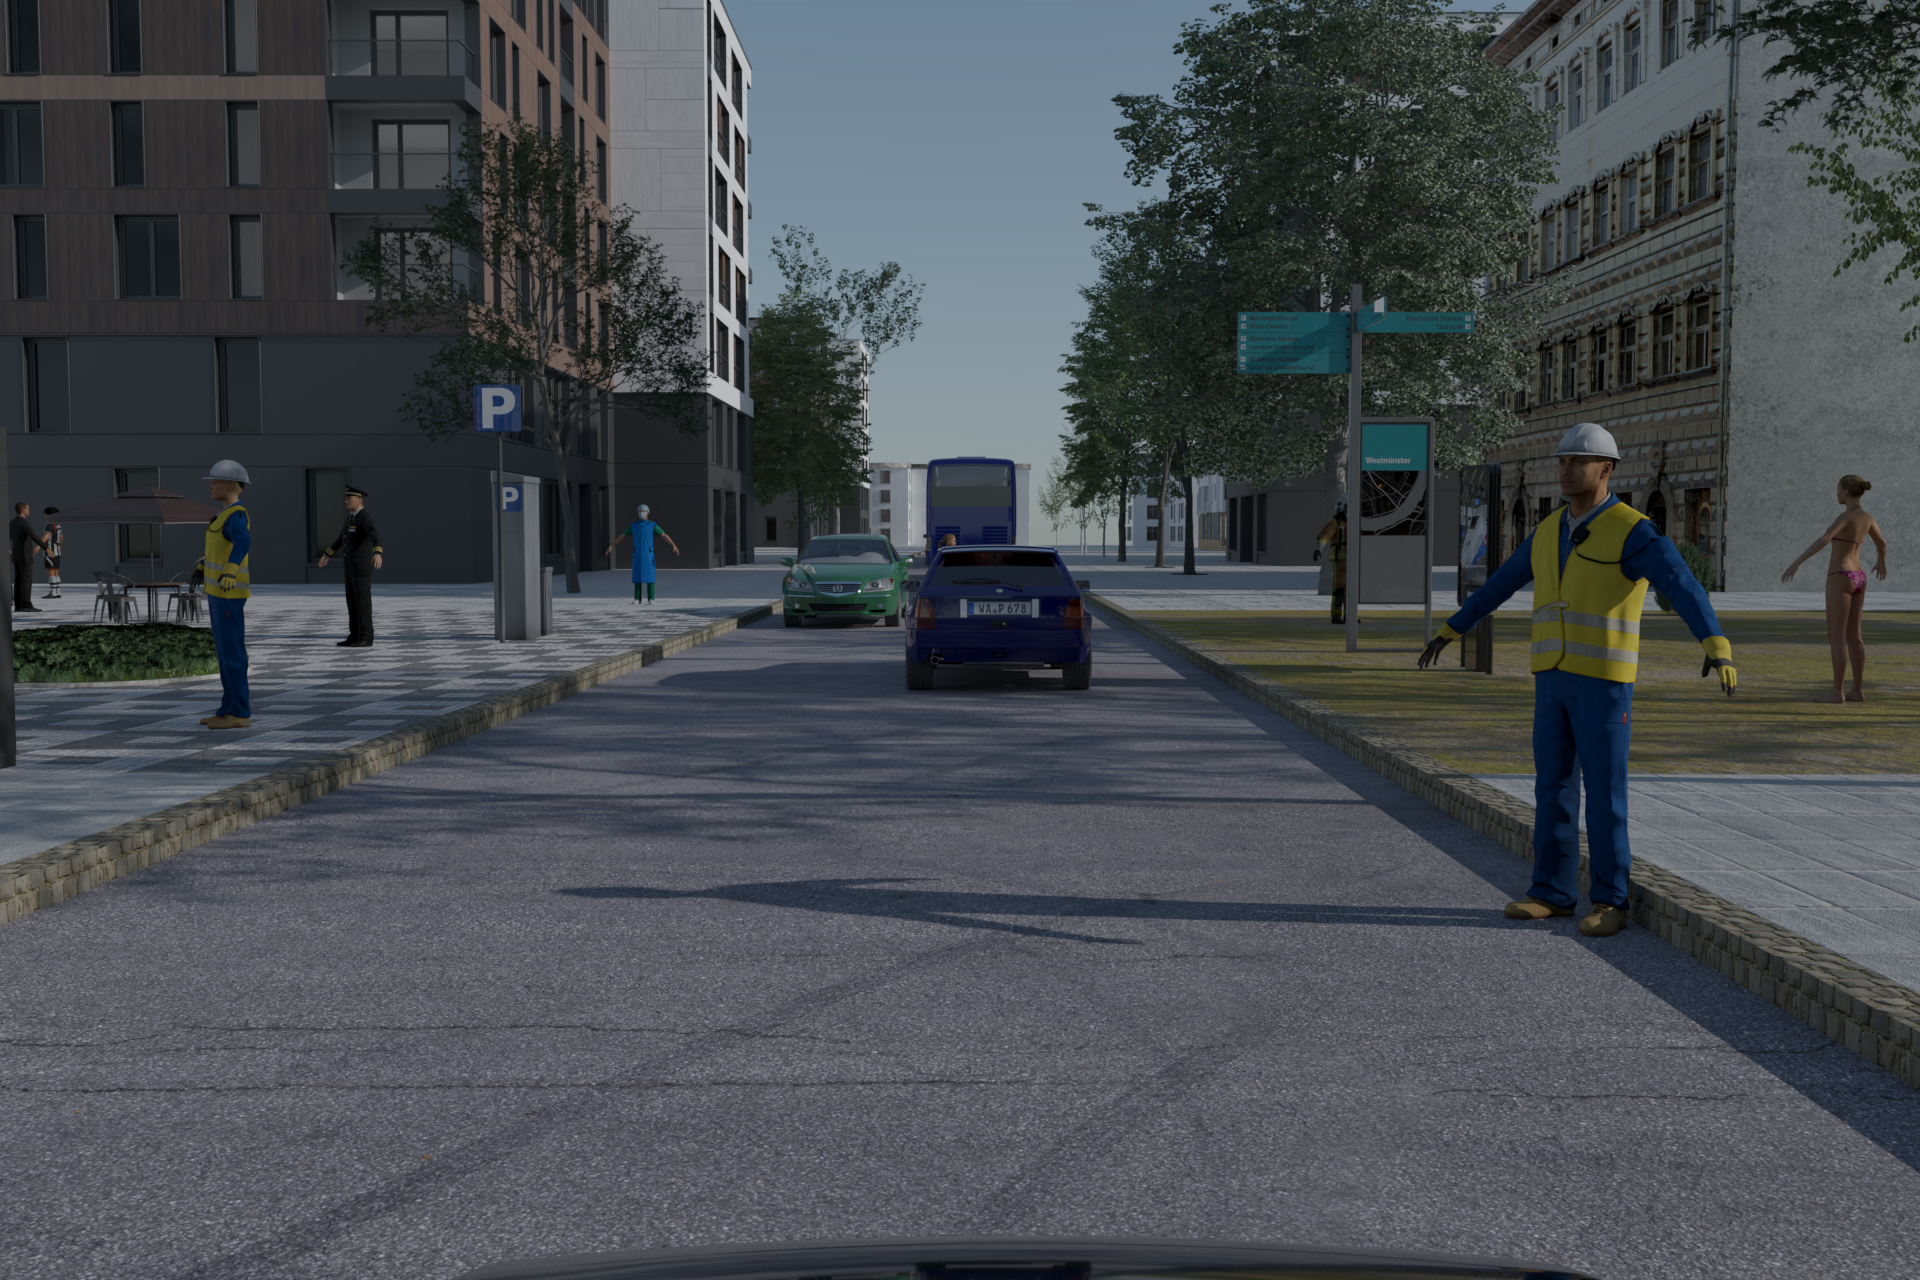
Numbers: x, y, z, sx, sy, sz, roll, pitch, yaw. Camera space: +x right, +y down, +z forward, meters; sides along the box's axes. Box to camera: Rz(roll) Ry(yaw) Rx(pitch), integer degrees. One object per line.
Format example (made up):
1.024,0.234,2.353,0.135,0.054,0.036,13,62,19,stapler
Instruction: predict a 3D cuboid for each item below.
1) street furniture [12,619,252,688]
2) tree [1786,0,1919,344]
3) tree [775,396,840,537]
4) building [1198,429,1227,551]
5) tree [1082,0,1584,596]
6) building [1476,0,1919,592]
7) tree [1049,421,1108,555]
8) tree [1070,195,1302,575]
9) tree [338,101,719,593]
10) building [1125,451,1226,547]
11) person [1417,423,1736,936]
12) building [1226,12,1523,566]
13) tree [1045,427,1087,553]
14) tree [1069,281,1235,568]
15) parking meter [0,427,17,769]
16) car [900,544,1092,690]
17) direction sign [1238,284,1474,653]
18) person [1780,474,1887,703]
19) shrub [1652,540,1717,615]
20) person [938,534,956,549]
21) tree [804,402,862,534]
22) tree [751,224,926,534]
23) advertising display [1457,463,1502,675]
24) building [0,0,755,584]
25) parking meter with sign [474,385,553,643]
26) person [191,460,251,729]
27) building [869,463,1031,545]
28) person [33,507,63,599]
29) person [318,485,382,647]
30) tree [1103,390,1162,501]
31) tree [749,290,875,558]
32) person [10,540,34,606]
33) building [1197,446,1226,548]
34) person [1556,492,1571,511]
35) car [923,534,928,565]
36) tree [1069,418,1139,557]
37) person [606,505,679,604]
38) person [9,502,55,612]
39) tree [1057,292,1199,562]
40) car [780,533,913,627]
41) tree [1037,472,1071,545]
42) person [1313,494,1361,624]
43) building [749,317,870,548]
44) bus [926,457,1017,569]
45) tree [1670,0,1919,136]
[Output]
-11.249,0.113,13.774,10.072,0.657,5.734,-1,4,-12,street furniture
12.107,-4.282,20.375,4.737,8.622,4.395,0,3,0,tree
-7.814,-8.682,92.312,4.737,8.622,4.395,0,3,0,tree
24.426,-17.282,138.983,16.016,20.090,11.380,0,4,0,building
7.732,-7.907,35.933,9.857,13.997,8.962,0,3,0,tree
26.032,-13.176,46.349,19.493,23.208,18.063,0,4,0,building
7.807,-9.540,106.343,4.360,8.622,3.978,0,3,0,tree
7.072,-7.861,54.279,9.928,11.665,9.643,0,3,0,tree
-8.664,-6.307,37.529,7.601,10.594,8.767,3,4,36,tree
22.390,-14.542,179.914,9.099,9.664,28.070,0,4,0,building
2.256,0.128,6.328,0.705,1.833,1.349,-2,4,-33,person
26.656,-14.710,84.481,27.936,21.610,32.646,0,4,0,building
8.099,-10.013,114.074,4.360,8.622,3.978,0,3,0,tree
7.733,-8.545,65.469,9.928,11.665,9.643,0,3,0,tree
-5.425,-0.229,9.449,0.399,1.863,0.255,0,4,1,parking meter
0.356,-0.286,17.260,1.945,1.354,3.894,0,4,0,car
4.247,-1.794,18.095,2.525,3.948,1.411,0,4,-1,direction sign
6.722,-0.395,13.269,1.217,1.733,0.721,-2,4,-30,person
11.426,-0.994,27.369,1.383,1.207,1.383,0,3,0,shrub
-0.086,-0.830,25.288,0.599,1.433,0.991,0,4,7,person
-7.535,-8.990,97.341,4.737,8.622,4.395,0,3,0,tree
-9.256,-15.447,108.455,12.611,20.169,13.585,0,3,0,tree
4.841,-0.671,16.187,0.123,1.923,0.974,0,4,1,advertising display
-23.051,-13.224,60.194,27.936,21.610,32.646,0,3,0,building
-5.390,-1.522,21.139,0.543,3.016,1.738,0,4,0,parking meter with sign
-4.940,-0.308,11.496,0.721,1.772,1.216,-2,4,-32,person
-5.716,-15.874,204.139,28.070,9.664,9.099,0,4,3,building
-18.065,-1.729,34.408,0.704,1.843,1.345,-1,4,-10,person
-6.895,-0.845,19.744,1.347,1.837,0.705,3,5,43,person
20.280,-21.420,206.113,12.611,20.169,13.585,0,3,0,tree
-7.900,-9.983,81.355,7.486,12.596,7.792,0,3,0,tree
-17.070,-1.508,30.784,1.348,1.813,0.705,0,4,4,person
27.146,-18.541,159.572,16.016,20.090,11.380,0,4,1,building
7.697,-0.992,21.992,0.705,1.856,1.354,3,4,37,person
-0.599,-4.487,82.036,2.281,1.827,5.304,0,3,0,car
7.903,-8.843,94.940,4.360,8.622,3.978,0,3,0,tree
-5.784,-1.559,31.623,1.347,1.817,0.704,0,4,3,person
-15.420,-1.366,28.551,1.346,1.802,0.704,2,4,31,person
7.898,-9.927,80.441,7.486,12.596,7.792,0,3,0,tree
-1.805,-1.008,28.285,2.131,1.459,4.920,0,4,1,car
10.960,-15.257,199.820,4.737,8.622,4.395,0,3,0,tree
5.508,-1.160,24.730,1.354,1.858,0.705,-2,4,-32,person
-24.402,-20.534,179.710,27.936,21.610,32.646,0,4,1,building
0.359,-3.840,54.335,2.896,3.916,12.251,0,4,0,bus
6.722,-4.526,8.417,7.601,10.594,8.767,1,4,20,tree
